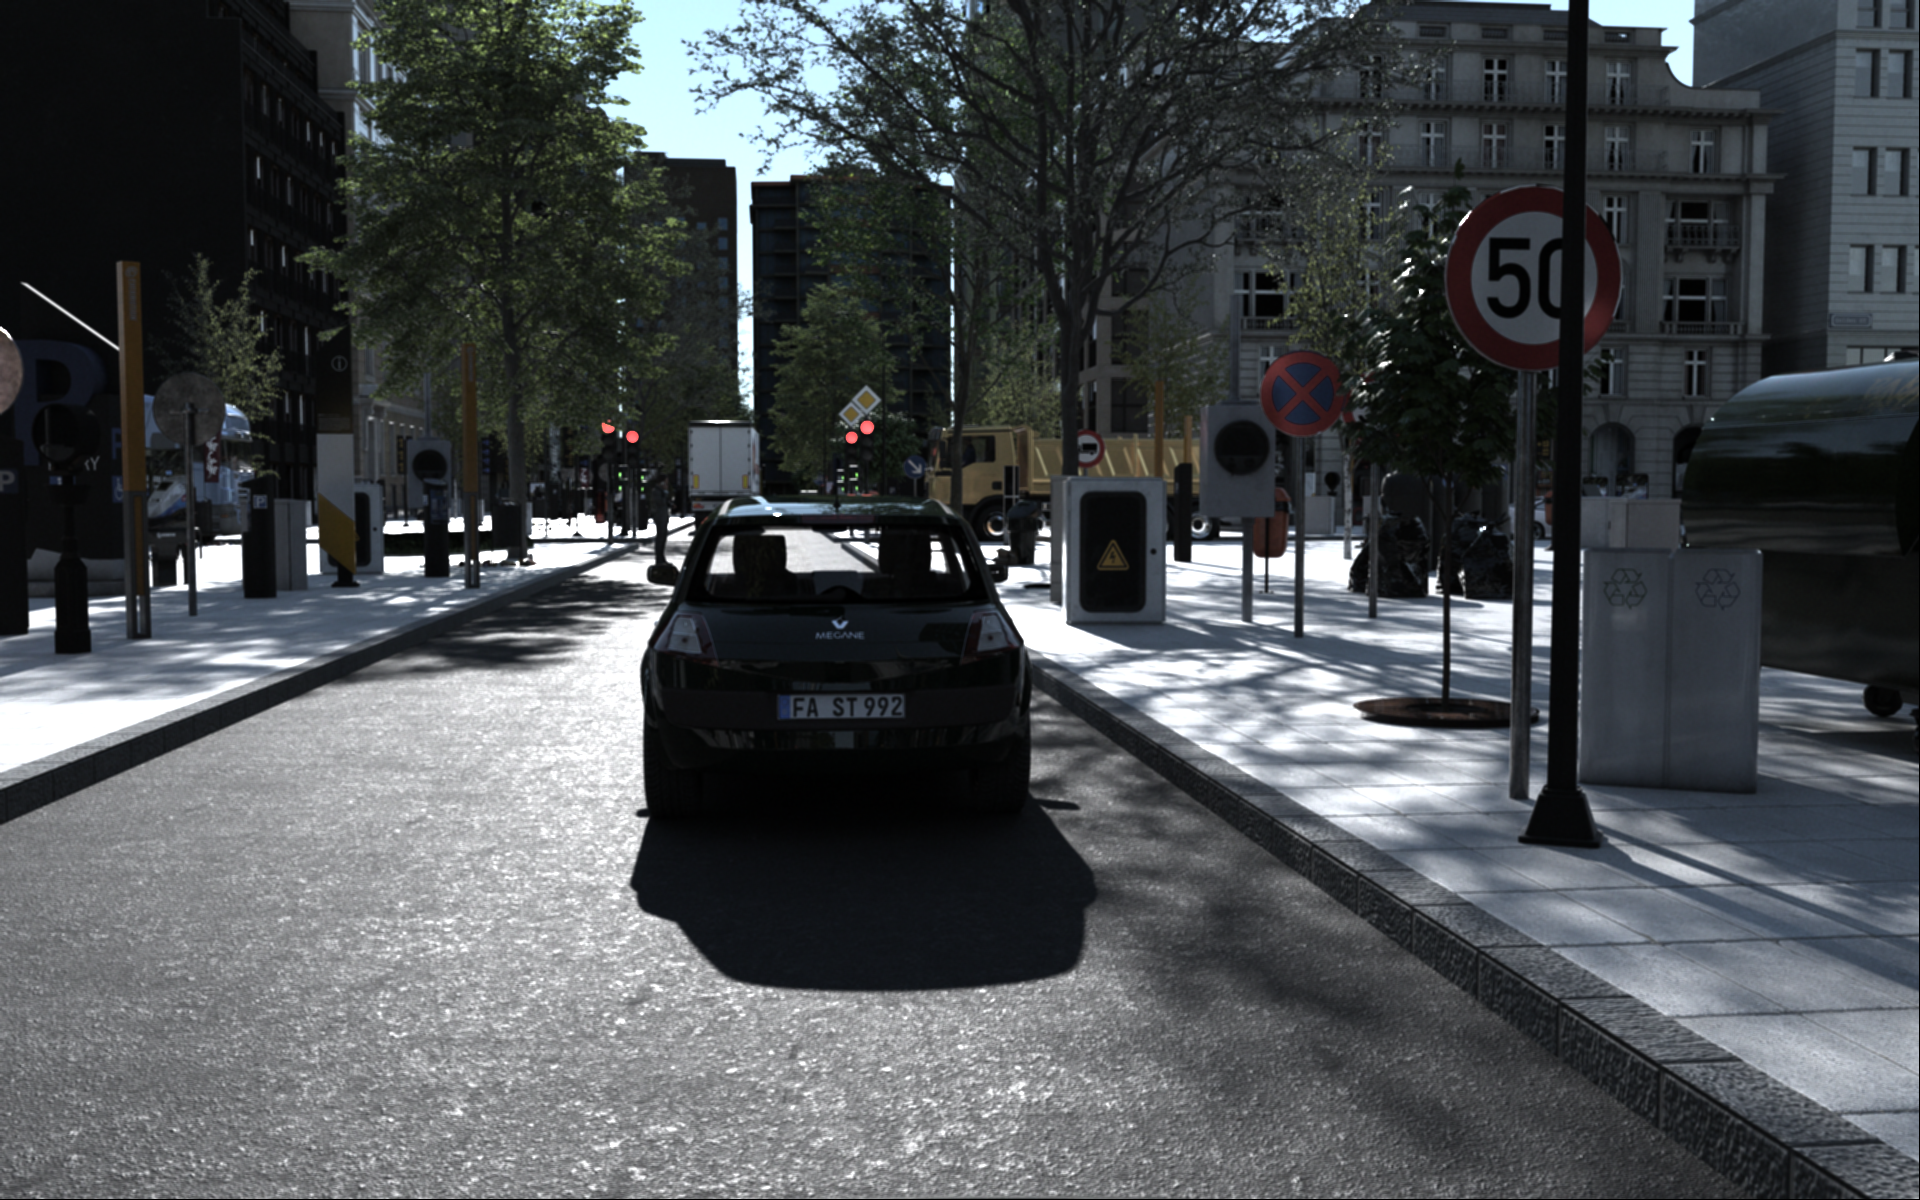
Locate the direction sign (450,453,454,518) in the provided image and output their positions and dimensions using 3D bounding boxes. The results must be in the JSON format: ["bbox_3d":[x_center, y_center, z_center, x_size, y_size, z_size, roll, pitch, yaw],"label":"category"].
[{"bbox_3d":[-26.995,-6.085,91.485,0.876,3.537,0.379,3,5,41],"label":"direction sign"}]

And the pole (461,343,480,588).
[{"bbox_3d":[-6.655,-1.816,23.536,0.158,3.312,0.155,0,3,0],"label":"pole"}]

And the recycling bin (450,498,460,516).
[{"bbox_3d":[-29.509,-5.408,100.976,0.722,1.027,0.722,-2,4,-27],"label":"recycling bin"}]

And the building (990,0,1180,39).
[{"bbox_3d":[9.116,-27.807,138.246,14.154,41.232,14.086,0,4,-6],"label":"building"}]

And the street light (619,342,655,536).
[{"bbox_3d":[-9.664,-4.892,52.521,1.470,5.913,1.316,0,4,-6],"label":"street light"}]

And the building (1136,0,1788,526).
[{"bbox_3d":[20.849,-14.296,75.543,24.055,21.916,13.314,0,4,-6],"label":"building"}]

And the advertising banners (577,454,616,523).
[{"bbox_3d":[-15.819,-4.893,76.195,2.074,3.025,0.090,1,4,9],"label":"advertising banners"}]

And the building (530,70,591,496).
[{"bbox_3d":[-46.119,-32.308,178.342,14.200,45.320,14.600,0,4,-6],"label":"building"}]

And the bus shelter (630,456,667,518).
[{"bbox_3d":[-17.259,-6.199,95.272,2.014,3.302,5.546,0,4,-7],"label":"bus shelter"}]

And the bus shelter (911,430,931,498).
[{"bbox_3d":[-1.020,-4.581,66.187,1.731,3.624,6.357,0,4,-6],"label":"bus shelter"}]

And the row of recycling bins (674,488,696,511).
[{"bbox_3d":[-19.715,-7.142,123.888,1.069,1.692,3.534,-2,4,-31],"label":"row of recycling bins"}]

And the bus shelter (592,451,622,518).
[{"bbox_3d":[-19.616,-6.517,97.828,1.731,3.624,6.357,0,4,-6],"label":"bus shelter"}]

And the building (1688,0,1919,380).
[{"bbox_3d":[49.098,-18.290,76.531,29.804,29.767,11.434,0,4,-6],"label":"building"}]

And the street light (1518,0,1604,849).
[{"bbox_3d":[1.696,-2.059,6.205,1.470,5.913,1.316,0,4,-6],"label":"street light"}]

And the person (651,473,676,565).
[{"bbox_3d":[-5.881,-1.603,34.516,0.447,1.846,0.655,0,4,5],"label":"person"}]

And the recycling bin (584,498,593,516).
[{"bbox_3d":[-22.072,-5.585,103.868,0.722,1.027,0.722,-3,5,-39],"label":"recycling bin"}]

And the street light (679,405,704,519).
[{"bbox_3d":[-14.027,-7.227,90.694,1.470,5.913,1.316,0,4,-6],"label":"street light"}]

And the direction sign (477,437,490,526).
[{"bbox_3d":[-19.147,-4.714,69.065,0.876,3.537,0.379,-3,5,-41],"label":"direction sign"}]

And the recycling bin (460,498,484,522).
[{"bbox_3d":[-22.097,-4.044,78.675,0.722,1.027,0.722,1,4,12],"label":"recycling bin"}]

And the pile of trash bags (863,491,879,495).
[{"bbox_3d":[-1.653,-2.749,54.702,3.447,1.369,1.912,-3,5,-39],"label":"pile of trash bags"}]

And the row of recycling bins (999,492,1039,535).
[{"bbox_3d":[1.805,-2.958,55.472,1.069,1.692,3.534,-1,4,-11],"label":"row of recycling bins"}]

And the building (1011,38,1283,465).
[{"bbox_3d":[15.240,-18.837,112.498,19.350,26.468,34.151,0,4,-6],"label":"building"}]

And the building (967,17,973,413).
[{"bbox_3d":[7.368,-28.673,152.398,14.154,41.232,14.086,0,4,-6],"label":"building"}]

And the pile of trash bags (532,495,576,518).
[{"bbox_3d":[-22.116,-5.007,91.618,3.447,1.369,1.912,-2,4,-26],"label":"pile of trash bags"}]

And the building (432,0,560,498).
[{"bbox_3d":[-45.246,-43.325,146.609,20.563,71.187,20.611,0,4,-6],"label":"building"}]

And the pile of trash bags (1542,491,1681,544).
[{"bbox_3d":[17.253,-2.213,45.930,3.447,1.369,1.912,1,4,15],"label":"pile of trash bags"}]

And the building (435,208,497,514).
[{"bbox_3d":[-37.947,-16.419,110.250,13.314,21.916,24.055,0,4,-6],"label":"building"}]

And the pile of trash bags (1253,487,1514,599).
[{"bbox_3d":[5.385,-0.763,22.227,3.447,1.369,1.912,1,4,16],"label":"pile of trash bags"}]

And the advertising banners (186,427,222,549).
[{"bbox_3d":[-18.217,-2.724,40.719,2.074,3.025,0.090,1,4,13],"label":"advertising banners"}]

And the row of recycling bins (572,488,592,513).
[{"bbox_3d":[-25.002,-6.651,115.861,1.069,1.692,3.534,1,4,20],"label":"row of recycling bins"}]

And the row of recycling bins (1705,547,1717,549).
[{"bbox_3d":[8.596,-0.520,15.621,3.534,1.692,1.069,2,4,34],"label":"row of recycling bins"}]

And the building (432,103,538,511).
[{"bbox_3d":[-40.219,-21.974,130.979,14.160,30.474,14.107,0,4,-6],"label":"building"}]

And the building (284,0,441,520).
[{"bbox_3d":[-34.884,-18.489,88.201,13.634,28.700,20.117,0,4,-6],"label":"building"}]

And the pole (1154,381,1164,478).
[{"bbox_3d":[3.595,-2.291,31.302,0.158,3.312,0.155,0,3,0],"label":"pole"}]

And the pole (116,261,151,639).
[{"bbox_3d":[-7.300,-1.312,15.301,0.158,3.312,0.155,0,3,0],"label":"pole"}]

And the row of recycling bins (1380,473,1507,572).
[{"bbox_3d":[8.281,-1.382,29.709,1.069,1.692,3.534,3,5,43],"label":"row of recycling bins"}]

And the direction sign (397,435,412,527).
[{"bbox_3d":[-21.567,-4.609,67.353,0.379,3.537,0.876,1,4,21],"label":"direction sign"}]

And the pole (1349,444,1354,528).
[{"bbox_3d":[14.715,-4.365,65.203,0.158,3.312,0.155,0,3,0],"label":"pole"}]

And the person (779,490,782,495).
[{"bbox_3d":[-16.810,-9.449,163.008,0.705,1.821,1.348,0,4,-7],"label":"person"}]

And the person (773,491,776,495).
[{"bbox_3d":[-19.746,-10.668,183.714,1.217,1.735,0.721,3,4,37],"label":"person"}]

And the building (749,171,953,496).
[{"bbox_3d":[-15.597,-35.535,235.618,28.867,44.769,22.147,0,4,-6],"label":"building"}]

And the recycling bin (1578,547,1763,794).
[{"bbox_3d":[3.206,0.289,7.822,0.722,1.027,0.722,1,4,23],"label":"recycling bin"}]

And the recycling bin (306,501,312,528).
[{"bbox_3d":[-25.205,-3.268,65.984,0.722,1.027,0.722,3,5,41],"label":"recycling bin"}]

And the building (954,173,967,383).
[{"bbox_3d":[10.058,-37.557,237.753,21.600,48.544,21.300,0,4,-6],"label":"building"}]

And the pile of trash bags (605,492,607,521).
[{"bbox_3d":[-16.458,-4.438,82.316,1.912,1.369,3.447,0,4,6],"label":"pile of trash bags"}]

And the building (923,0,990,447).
[{"bbox_3d":[8.695,-52.689,174.134,22.319,86.520,31.000,0,4,-6],"label":"building"}]

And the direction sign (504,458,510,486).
[{"bbox_3d":[-28.249,-7.135,108.652,0.379,3.537,0.876,2,4,34],"label":"direction sign"}]

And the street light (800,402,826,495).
[{"bbox_3d":[-7.370,-7.029,87.473,1.470,5.913,1.316,0,4,-6],"label":"street light"}]

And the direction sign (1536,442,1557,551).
[{"bbox_3d":[13.433,-2.883,39.141,0.876,3.537,0.379,3,5,40],"label":"direction sign"}]

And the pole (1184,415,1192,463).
[{"bbox_3d":[5.913,-3.130,45.016,0.158,3.312,0.155,0,3,0],"label":"pole"}]

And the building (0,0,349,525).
[{"bbox_3d":[-33.163,-14.729,70.503,12.332,23.373,15.834,0,4,-6],"label":"building"}]

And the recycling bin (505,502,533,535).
[{"bbox_3d":[-13.834,-2.552,54.274,0.722,1.027,0.722,-2,4,-27],"label":"recycling bin"}]

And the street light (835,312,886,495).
[{"bbox_3d":[-2.493,-4.395,44.399,1.470,5.913,1.316,0,4,-6],"label":"street light"}]

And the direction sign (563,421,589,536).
[{"bbox_3d":[-11.630,-3.701,52.501,0.379,3.537,0.876,3,5,43],"label":"direction sign"}]

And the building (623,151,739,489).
[{"bbox_3d":[-36.666,-35.463,229.922,14.200,45.320,14.600,0,4,-6],"label":"building"}]

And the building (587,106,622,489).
[{"bbox_3d":[-58.135,-39.439,234.070,27.495,52.752,28.713,0,4,-6],"label":"building"}]
